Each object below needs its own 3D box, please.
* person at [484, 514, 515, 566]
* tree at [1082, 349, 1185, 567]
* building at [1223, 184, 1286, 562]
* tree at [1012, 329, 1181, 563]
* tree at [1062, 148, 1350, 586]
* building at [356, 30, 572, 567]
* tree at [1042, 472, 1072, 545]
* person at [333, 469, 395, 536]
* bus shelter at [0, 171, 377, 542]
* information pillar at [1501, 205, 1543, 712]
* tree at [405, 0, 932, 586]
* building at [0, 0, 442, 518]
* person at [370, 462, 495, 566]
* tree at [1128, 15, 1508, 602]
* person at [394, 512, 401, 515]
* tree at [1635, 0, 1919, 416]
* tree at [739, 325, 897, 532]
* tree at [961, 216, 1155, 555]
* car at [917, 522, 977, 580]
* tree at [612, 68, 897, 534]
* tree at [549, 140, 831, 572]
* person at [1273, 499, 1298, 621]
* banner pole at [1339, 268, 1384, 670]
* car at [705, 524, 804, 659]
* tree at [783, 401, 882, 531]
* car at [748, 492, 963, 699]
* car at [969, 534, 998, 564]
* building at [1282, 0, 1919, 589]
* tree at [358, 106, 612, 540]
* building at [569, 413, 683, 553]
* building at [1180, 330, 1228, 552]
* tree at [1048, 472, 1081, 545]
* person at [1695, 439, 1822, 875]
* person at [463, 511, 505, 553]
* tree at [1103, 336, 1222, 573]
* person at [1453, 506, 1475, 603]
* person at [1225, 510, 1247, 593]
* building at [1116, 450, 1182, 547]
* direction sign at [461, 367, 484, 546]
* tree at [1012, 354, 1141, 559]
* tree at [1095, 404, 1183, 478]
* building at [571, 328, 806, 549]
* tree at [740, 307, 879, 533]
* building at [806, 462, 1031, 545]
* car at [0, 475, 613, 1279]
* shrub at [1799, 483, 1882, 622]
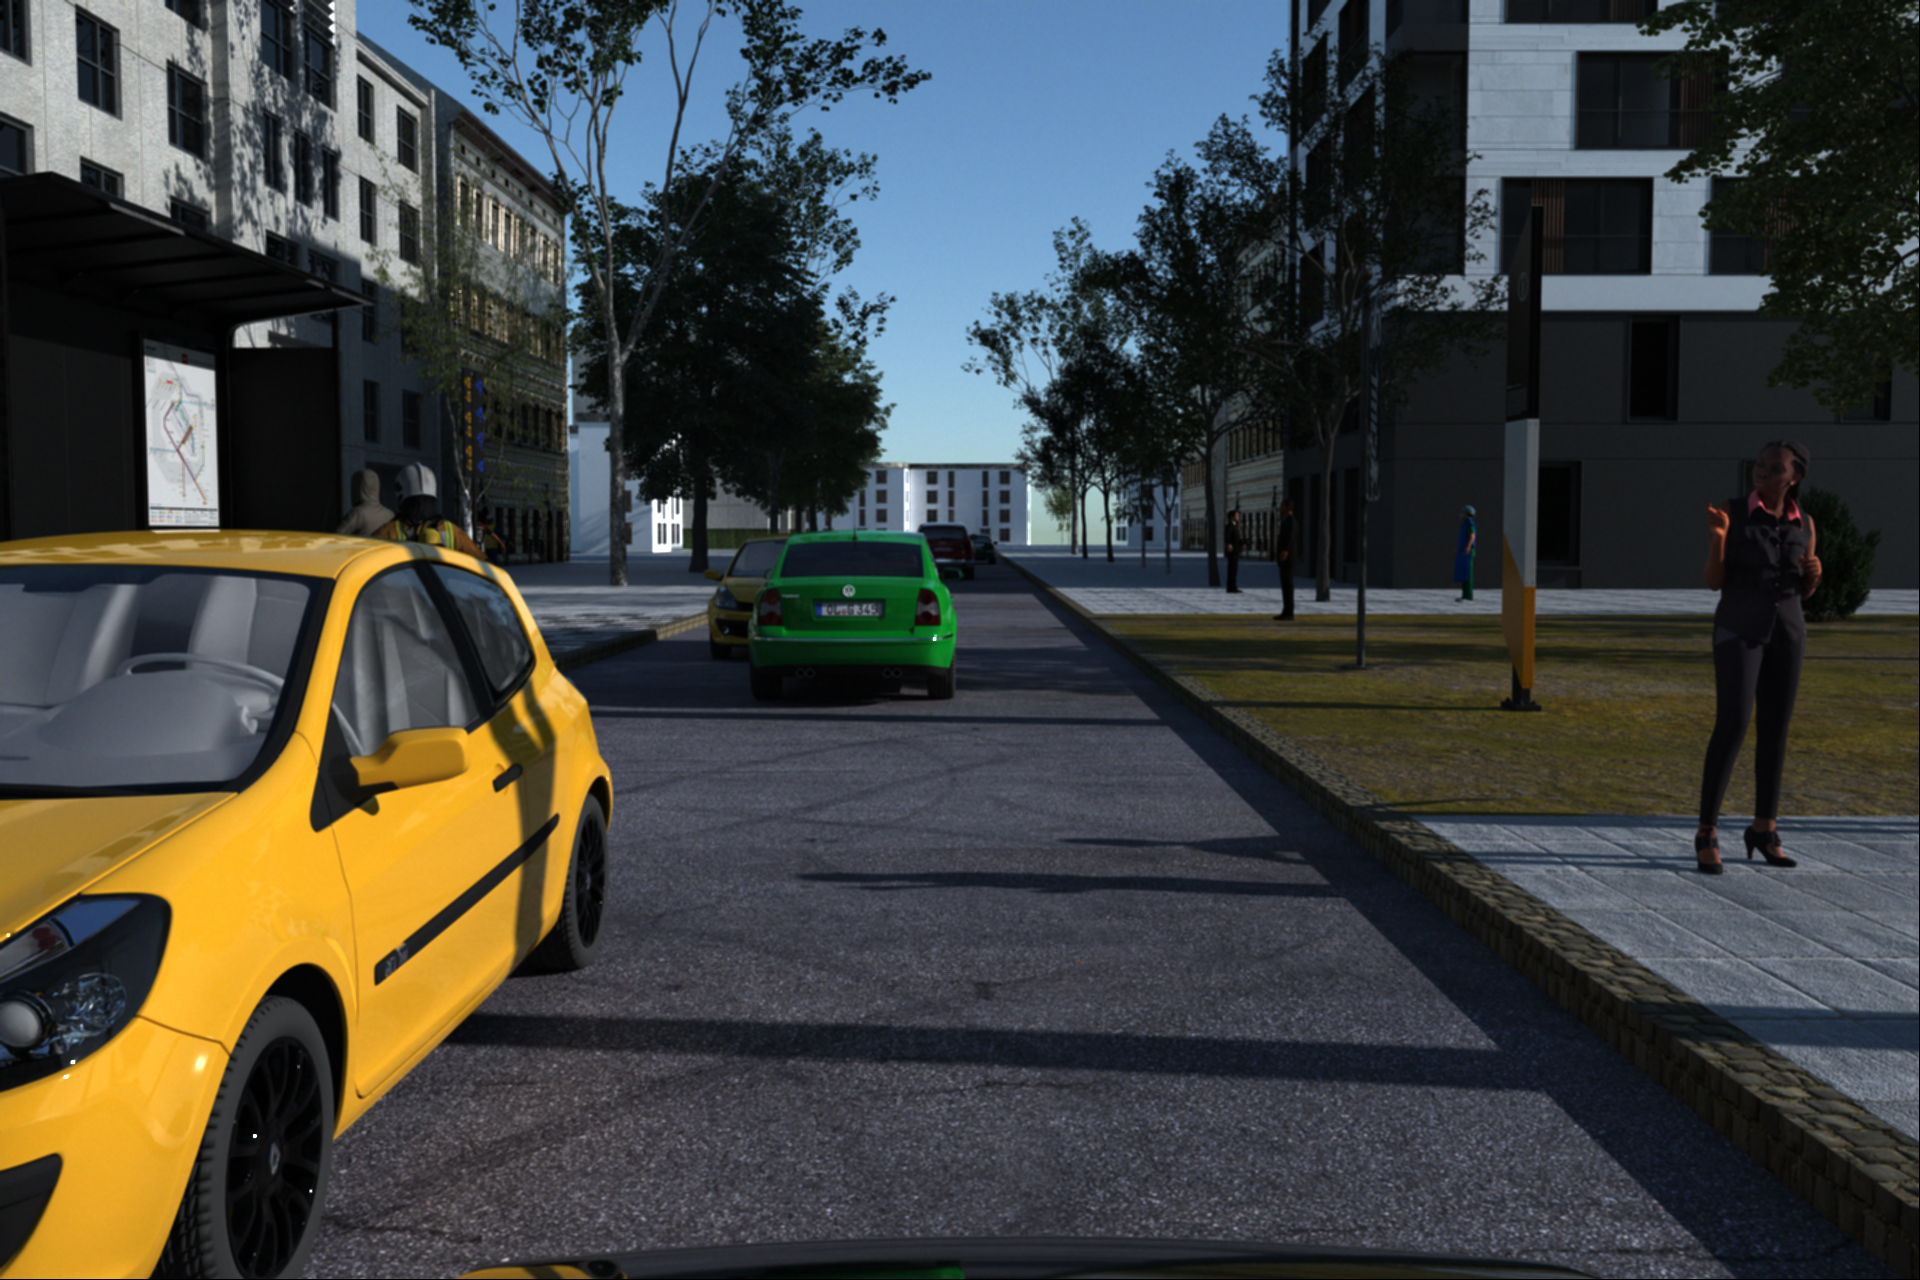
[{"bbox_3d":[-12.954,-2.562,47.857,1.349,1.833,0.705,1,4,16],"label":"person"},{"bbox_3d":[7.101,-7.087,66.234,4.360,8.622,3.978,0,3,0],"label":"tree"},{"bbox_3d":[23.658,-15.519,84.669,19.493,23.208,18.063,0,3,0],"label":"building"},{"bbox_3d":[6.523,-8.782,77.995,7.601,10.594,8.767,2,4,30],"label":"tree"},{"bbox_3d":[5.944,-6.609,42.464,7.601,10.594,8.767,1,4,10],"label":"tree"},{"bbox_3d":[-27.292,-14.649,70.447,19.493,23.208,18.063,0,4,0],"label":"building"},{"bbox_3d":[11.780,-15.459,203.124,4.737,8.622,4.395,0,3,0],"label":"tree"},{"bbox_3d":[-4.894,-0.496,14.242,0.705,1.813,1.348,2,4,23],"label":"person"},{"bbox_3d":[-6.717,-1.412,14.373,1.731,3.624,6.357,0,4,0],"label":"bus shelter"},{"bbox_3d":[4.104,-1.303,12.651,0.183,3.616,0.504,0,4,-1],"label":"information pillar"},{"bbox_3d":[-7.119,-11.374,41.852,12.611,20.169,13.585,0,3,0],"label":"tree"},{"bbox_3d":[-25.239,-10.636,40.360,16.747,18.905,31.486,0,4,0],"label":"building"},{"bbox_3d":[-3.246,-0.131,10.364,1.354,1.858,0.705,-2,4,-34],"label":"person"},{"bbox_3d":[6.634,-5.988,32.322,8.767,10.594,7.601,3,5,42],"label":"tree"},{"bbox_3d":[-14.190,-2.317,43.812,1.347,1.837,0.705,1,4,17],"label":"person"},{"bbox_3d":[10.726,-6.061,17.220,7.486,12.596,7.792,0,3,0],"label":"tree"},{"bbox_3d":[-8.366,-11.737,98.552,9.857,13.997,8.962,0,3,0],"label":"tree"},{"bbox_3d":[6.274,-15.316,106.309,12.611,20.169,13.585,0,3,0],"label":"tree"},{"bbox_3d":[-0.567,-2.877,55.713,2.281,1.827,5.304,0,4,0],"label":"car"},{"bbox_3d":[-8.908,-13.307,73.461,12.611,20.169,13.585,0,3,0],"label":"tree"},{"bbox_3d":[-8.769,-9.249,57.878,9.857,13.997,8.962,0,3,0],"label":"tree"},{"bbox_3d":[4.848,-1.199,25.821,0.704,1.802,1.346,0,4,7],"label":"person"},{"bbox_3d":[3.821,-1.600,16.172,0.401,3.779,0.863,0,4,0],"label":"banner pole"},{"bbox_3d":[-2.020,-0.665,21.099,2.015,1.641,3.980,0,3,0],"label":"car"},{"bbox_3d":[-8.667,-11.535,114.353,9.928,11.665,9.643,0,3,0],"label":"tree"},{"bbox_3d":[-0.940,-0.464,16.390,1.959,1.807,4.718,0,4,-1],"label":"car"},{"bbox_3d":[0.769,-4.355,83.009,2.131,1.459,4.920,0,4,-1],"label":"car"},{"bbox_3d":[23.985,-12.951,55.726,27.936,21.610,32.646,0,3,0],"label":"building"},{"bbox_3d":[-8.829,-4.910,30.641,4.360,8.622,3.978,0,3,0],"label":"tree"},{"bbox_3d":[-25.890,-11.727,133.876,9.099,9.664,28.070,0,4,-1],"label":"building"},{"bbox_3d":[27.012,-18.286,129.910,19.493,23.208,18.063,0,4,0],"label":"building"},{"bbox_3d":[12.294,-15.173,198.447,4.737,8.622,4.395,0,3,0],"label":"tree"},{"bbox_3d":[3.056,0.055,6.608,0.415,1.643,0.593,3,5,43],"label":"person"},{"bbox_3d":[-11.257,-2.092,40.355,1.345,1.843,0.704,-2,4,-27],"label":"person"},{"bbox_3d":[6.843,-6.536,57.234,4.737,8.622,4.395,0,3,0],"label":"tree"},{"bbox_3d":[9.492,-1.617,32.561,0.704,1.817,1.347,0,4,7],"label":"person"},{"bbox_3d":[5.986,-1.935,37.828,0.705,1.806,1.347,2,4,23],"label":"person"},{"bbox_3d":[21.979,-14.623,181.240,9.099,9.664,28.070,0,3,0],"label":"building"},{"bbox_3d":[-6.728,-1.957,23.993,0.379,3.537,0.876,0,4,1],"label":"direction sign"},{"bbox_3d":[6.211,-9.528,90.192,7.601,10.594,8.767,-1,4,-11],"label":"tree"},{"bbox_3d":[21.300,-21.395,205.691,12.611,20.169,13.585,0,3,0],"label":"tree"},{"bbox_3d":[-24.659,-18.215,164.274,16.747,18.905,31.486,0,4,1],"label":"building"},{"bbox_3d":[-7.777,-10.265,85.956,7.486,12.596,7.792,0,3,0],"label":"tree"},{"bbox_3d":[-5.885,-15.845,203.664,28.070,9.664,9.099,0,4,6],"label":"building"},{"bbox_3d":[-2.067,0.359,4.354,2.015,1.641,3.980,0,4,1],"label":"car"},{"bbox_3d":[12.554,-1.282,25.385,1.690,2.028,1.600,0,3,0],"label":"shrub"}]
